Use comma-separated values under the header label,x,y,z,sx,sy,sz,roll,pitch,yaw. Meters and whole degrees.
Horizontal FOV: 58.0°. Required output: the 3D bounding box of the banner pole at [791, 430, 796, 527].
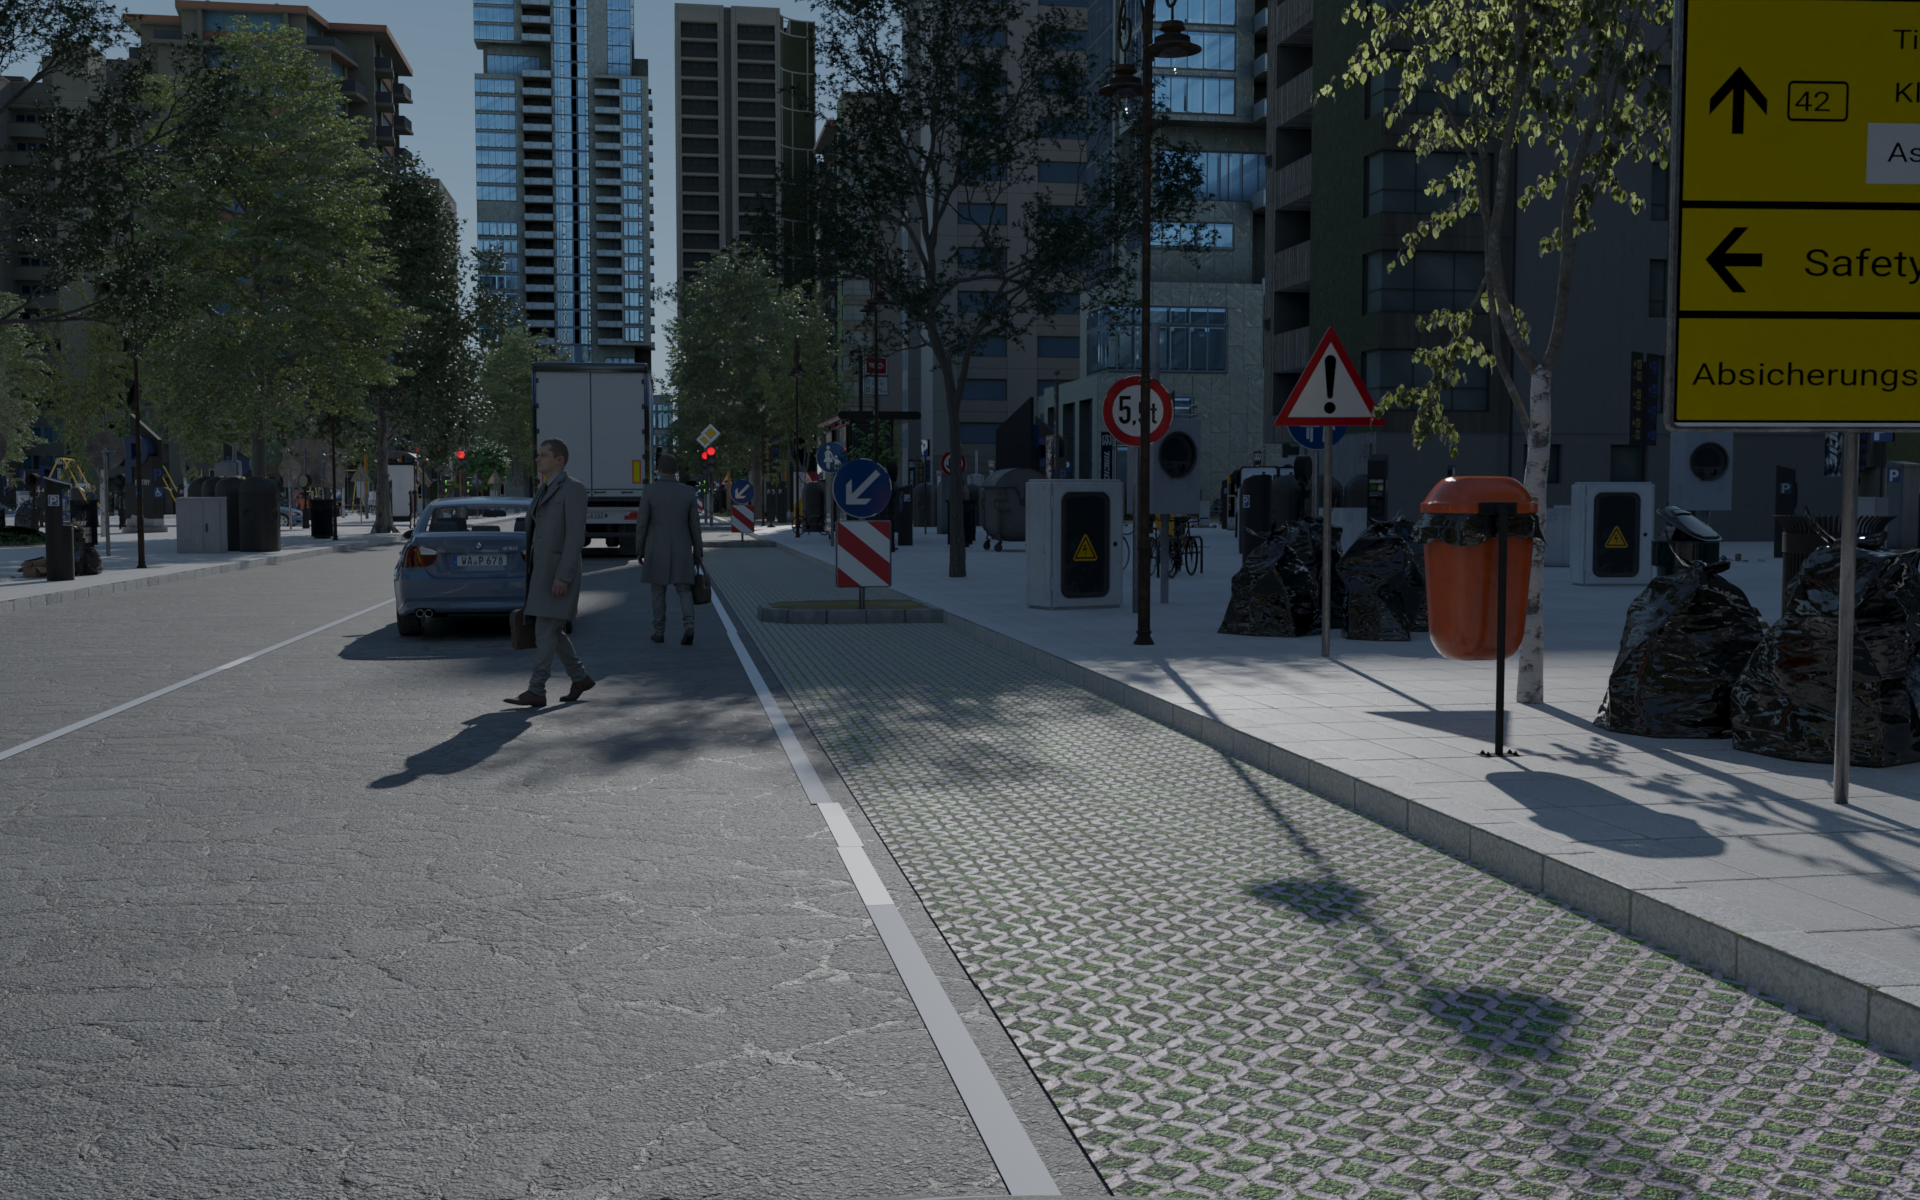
label,x,y,z,sx,sy,sz,roll,pitch,yaw
banner pole,-6.328,-4.714,67.097,0.401,3.779,0.863,-1,4,-13

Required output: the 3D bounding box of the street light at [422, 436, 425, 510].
label,x,y,z,sx,sy,sz,roll,pitch,yaw
street light,-20.639,-5.735,66.558,0.468,5.910,1.993,-1,4,-10

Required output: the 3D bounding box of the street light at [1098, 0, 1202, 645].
label,x,y,z,sx,sy,sz,roll,pitch,yaw
street light,1.569,-2.558,14.604,0.468,5.910,1.993,-1,4,-10

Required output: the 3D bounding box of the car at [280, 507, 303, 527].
label,x,y,z,sx,sy,sz,roll,pitch,yaw
car,-29.096,-3.585,70.625,4.499,1.417,2.014,-1,4,-10

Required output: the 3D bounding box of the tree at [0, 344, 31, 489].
label,x,y,z,sx,sy,sz,roll,pitch,yaw
tree,-44.216,-7.848,78.682,4.360,8.622,3.978,0,3,0

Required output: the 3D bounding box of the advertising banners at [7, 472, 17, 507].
label,x,y,z,sx,sy,sz,roll,pitch,yaw
advertising banners,-75.653,-8.740,139.087,2.074,3.025,0.090,-1,4,-19

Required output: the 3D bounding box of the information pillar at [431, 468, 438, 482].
label,x,y,z,sx,sy,sz,roll,pitch,yaw
information pillar,-37.271,-8.054,123.035,0.504,3.616,0.183,-1,4,-10

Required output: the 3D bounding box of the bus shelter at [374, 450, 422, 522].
label,x,y,z,sx,sy,sz,roll,pitch,yaw
bus shelter,-26.568,-5.449,83.021,2.014,3.302,5.546,-1,4,-10

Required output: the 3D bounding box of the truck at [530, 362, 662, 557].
label,x,y,z,sx,sy,sz,roll,pitch,yaw
truck,-8.762,-3.273,42.430,2.839,4.237,11.283,-1,4,-9

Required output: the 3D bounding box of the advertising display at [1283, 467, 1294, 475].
label,x,y,z,sx,sy,sz,roll,pitch,yaw
advertising display,7.647,-2.173,40.743,0.974,1.923,0.123,-1,4,-11

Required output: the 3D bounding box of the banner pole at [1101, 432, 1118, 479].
label,x,y,z,sx,sy,sz,roll,pitch,yaw
banner pole,5.335,-4.359,61.292,0.863,3.779,0.401,-1,4,-22

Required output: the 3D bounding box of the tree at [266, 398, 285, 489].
label,x,y,z,sx,sy,sz,roll,pitch,yaw
tree,-45.490,-9.772,110.134,4.737,8.622,4.395,0,3,0

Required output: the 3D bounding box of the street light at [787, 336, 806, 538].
label,x,y,z,sx,sy,sz,roll,pitch,yaw
street light,-4.787,-4.779,50.917,0.468,5.910,1.993,-1,4,-10

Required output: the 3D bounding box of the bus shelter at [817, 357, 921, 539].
label,x,y,z,sx,sy,sz,roll,pitch,yaw
bus shelter,-2.716,-4.294,47.842,2.179,5.291,8.768,-1,4,-10

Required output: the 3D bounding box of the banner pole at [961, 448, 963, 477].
label,x,y,z,sx,sy,sz,roll,pitch,yaw
banner pole,0.071,-6.362,94.032,0.401,3.779,0.863,-1,4,-9

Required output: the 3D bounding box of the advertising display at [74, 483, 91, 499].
label,x,y,z,sx,sy,sz,roll,pitch,yaw
advertising display,-49.497,-5.659,97.738,0.123,1.923,0.974,2,4,30

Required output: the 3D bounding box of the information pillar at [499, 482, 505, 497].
label,x,y,z,sx,sy,sz,roll,pitch,yaw
information pillar,-27.899,-6.179,105.518,0.304,2.012,0.304,-2,4,-24

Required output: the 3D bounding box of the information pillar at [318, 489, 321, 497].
label,x,y,z,sx,sy,sz,roll,pitch,yaw
information pillar,-52.694,-8.457,142.766,0.304,2.012,0.304,1,4,15

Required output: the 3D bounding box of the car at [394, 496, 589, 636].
label,x,y,z,sx,sy,sz,roll,pitch,yaw
car,-5.090,-0.423,18.920,2.014,1.417,4.499,-1,4,-11

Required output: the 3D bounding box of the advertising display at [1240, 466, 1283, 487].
label,x,y,z,sx,sy,sz,roll,pitch,yaw
advertising display,6.887,-2.117,39.833,0.974,1.923,0.123,3,4,36

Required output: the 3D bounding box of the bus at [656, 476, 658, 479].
label,x,y,z,sx,sy,sz,roll,pitch,yaw
bus,-31.442,-10.965,174.136,2.948,3.499,13.247,-1,4,-9

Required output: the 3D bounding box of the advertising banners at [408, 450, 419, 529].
label,x,y,z,sx,sy,sz,roll,pitch,yaw
advertising banners,-20.177,-4.152,64.074,0.090,3.025,2.074,0,4,-7

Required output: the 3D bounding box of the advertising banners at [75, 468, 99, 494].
label,x,y,z,sx,sy,sz,roll,pitch,yaw
advertising banners,-57.724,-7.280,115.220,2.074,3.025,0.090,-3,5,-44

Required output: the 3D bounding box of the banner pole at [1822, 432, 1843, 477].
label,x,y,z,sx,sy,sz,roll,pitch,yaw
banner pole,15.450,-2.472,30.434,0.401,3.779,0.863,-1,4,-10

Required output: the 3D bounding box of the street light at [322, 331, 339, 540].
label,x,y,z,sx,sy,sz,roll,pitch,yaw
street light,-17.314,-4.590,47.842,0.468,5.910,1.993,-1,4,-10

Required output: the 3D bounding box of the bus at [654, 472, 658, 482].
label,x,y,z,sx,sy,sz,roll,pitch,yaw
bus,-29.079,-10.181,158.004,2.896,3.916,12.252,-1,4,-8

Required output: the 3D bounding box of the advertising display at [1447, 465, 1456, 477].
label,x,y,z,sx,sy,sz,roll,pitch,yaw
advertising display,11.200,-2.097,39.500,0.123,1.923,0.974,1,4,20

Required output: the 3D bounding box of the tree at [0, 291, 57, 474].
label,x,y,z,sx,sy,sz,roll,pitch,yaw
tree,-49.641,-10.325,86.939,7.486,12.596,7.792,0,3,0

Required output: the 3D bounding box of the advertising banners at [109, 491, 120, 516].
label,x,y,z,sx,sy,sz,roll,pitch,yaw
advertising banners,-49.069,-6.424,101.217,0.090,3.025,2.074,1,4,20

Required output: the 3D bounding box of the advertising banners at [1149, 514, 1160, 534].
label,x,y,z,sx,sy,sz,roll,pitch,yaw
advertising banners,6.611,-3.645,55.779,0.090,3.025,2.074,-3,5,-44

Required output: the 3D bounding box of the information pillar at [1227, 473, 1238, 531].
label,x,y,z,sx,sy,sz,roll,pitch,yaw
information pillar,9.564,-3.452,60.935,0.304,2.012,0.304,1,4,12

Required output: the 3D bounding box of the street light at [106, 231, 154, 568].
label,x,y,z,sx,sy,sz,roll,pitch,yaw
street light,-14.152,-3.486,29.780,0.468,5.910,1.993,-1,4,-10

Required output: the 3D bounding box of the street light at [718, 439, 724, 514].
label,x,y,z,sx,sy,sz,roll,pitch,yaw
street light,-15.673,-8.604,113.460,0.468,5.910,1.993,-1,4,-10

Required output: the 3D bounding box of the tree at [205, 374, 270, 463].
label,x,y,z,sx,sy,sz,roll,pitch,yaw
tree,-42.439,-9.272,101.959,4.360,8.622,3.978,0,3,0

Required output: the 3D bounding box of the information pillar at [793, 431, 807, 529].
label,x,y,z,sx,sy,sz,roll,pitch,yaw
information pillar,-5.967,-4.474,64.507,0.504,3.616,0.183,-1,4,-16

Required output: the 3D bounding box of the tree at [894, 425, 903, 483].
label,x,y,z,sx,sy,sz,roll,pitch,yaw
tree,-5.939,-12.329,151.937,4.737,8.622,4.395,0,3,0

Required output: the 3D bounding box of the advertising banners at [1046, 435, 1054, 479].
label,x,y,z,sx,sy,sz,roll,pitch,yaw
advertising banners,2.363,-3.432,52.300,0.090,3.025,2.074,-2,4,-23

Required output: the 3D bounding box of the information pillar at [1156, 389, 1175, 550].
label,x,y,z,sx,sy,sz,roll,pitch,yaw
information pillar,4.587,-2.890,38.611,0.504,3.616,0.183,-2,4,-34

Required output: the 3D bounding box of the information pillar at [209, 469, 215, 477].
label,x,y,z,sx,sy,sz,roll,pitch,yaw
information pillar,-21.551,-2.800,50.276,0.304,2.012,0.304,2,4,33

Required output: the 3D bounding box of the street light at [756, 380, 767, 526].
label,x,y,z,sx,sy,sz,roll,pitch,yaw
street light,-7.857,-5.884,68.995,0.468,5.910,1.993,-1,4,-10

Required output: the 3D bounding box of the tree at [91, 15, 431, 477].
label,x,y,z,sx,sy,sz,roll,pitch,yaw
tree,-16.685,-7.548,41.533,7.486,12.596,7.792,0,3,0

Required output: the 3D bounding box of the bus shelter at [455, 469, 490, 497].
label,x,y,z,sx,sy,sz,roll,pitch,yaw
bus shelter,-28.717,-6.821,102.802,1.731,3.624,6.357,-1,4,-10

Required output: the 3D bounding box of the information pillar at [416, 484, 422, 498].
label,x,y,z,sx,sy,sz,roll,pitch,yaw
information pillar,-35.318,-6.642,113.083,0.304,2.012,0.304,-2,4,-34

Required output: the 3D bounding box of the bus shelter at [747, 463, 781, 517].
label,x,y,z,sx,sy,sz,roll,pitch,yaw
bus shelter,-10.826,-6.221,95.630,2.014,3.302,5.546,-1,4,-10

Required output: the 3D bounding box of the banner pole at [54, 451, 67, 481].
label,x,y,z,sx,sy,sz,roll,pitch,yaw
banner pole,-52.313,-6.785,100.943,0.401,3.779,0.863,3,5,43

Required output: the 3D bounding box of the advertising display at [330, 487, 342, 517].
label,x,y,z,sx,sy,sz,roll,pitch,yaw
advertising display,-34.895,-5.609,96.917,0.974,1.923,0.123,2,4,31

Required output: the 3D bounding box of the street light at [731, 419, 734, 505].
label,x,y,z,sx,sy,sz,roll,pitch,yaw
street light,-12.459,-7.461,94.775,0.468,5.910,1.993,-1,4,-10

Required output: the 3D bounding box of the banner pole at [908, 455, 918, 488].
label,x,y,z,sx,sy,sz,roll,pitch,yaw
banner pole,-2.973,-7.451,111.841,0.863,3.779,0.401,-1,4,-21

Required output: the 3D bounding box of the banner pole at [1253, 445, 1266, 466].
label,x,y,z,sx,sy,sz,roll,pitch,yaw
banner pole,15.414,-6.054,89.006,0.863,3.779,0.401,-1,4,-19

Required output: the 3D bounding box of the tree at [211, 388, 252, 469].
label,x,y,z,sx,sy,sz,roll,pitch,yaw
tree,-35.049,-7.855,78.793,4.737,8.622,4.395,0,3,0

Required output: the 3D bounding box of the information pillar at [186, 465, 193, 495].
label,x,y,z,sx,sy,sz,roll,pitch,yaw
information pillar,-60.933,-8.907,136.989,0.504,3.616,0.183,-1,4,-19

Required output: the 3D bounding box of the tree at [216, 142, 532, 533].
label,x,y,z,sx,sy,sz,roll,pitch,yaw
tree,-18.961,-8.538,56.610,9.611,12.733,9.660,0,3,0

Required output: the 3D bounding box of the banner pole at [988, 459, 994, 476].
label,x,y,z,sx,sy,sz,roll,pitch,yaw
banner pole,2.099,-7.252,108.585,0.863,3.779,0.401,2,4,32

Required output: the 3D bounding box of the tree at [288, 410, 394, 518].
label,x,y,z,sx,sy,sz,roll,pitch,yaw
tree,-32.899,-8.673,92.171,4.737,8.622,4.395,0,3,0

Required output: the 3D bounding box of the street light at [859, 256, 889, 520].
label,x,y,z,sx,sy,sz,roll,pitch,yaw
street light,-1.587,-3.674,32.861,0.468,5.910,1.993,-1,4,-10

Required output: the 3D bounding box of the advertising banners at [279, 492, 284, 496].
label,x,y,z,sx,sy,sz,roll,pitch,yaw
advertising banners,-52.772,-8.559,136.135,0.090,3.025,2.074,1,4,21

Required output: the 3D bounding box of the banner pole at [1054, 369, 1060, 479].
label,x,y,z,sx,sy,sz,roll,pitch,yaw
banner pole,1.936,-2.751,34.999,0.401,3.779,0.863,0,4,-2

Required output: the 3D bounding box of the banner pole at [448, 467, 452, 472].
label,x,y,z,sx,sy,sz,roll,pitch,yaw
banner pole,-31.820,-7.222,108.101,0.401,3.779,0.863,-3,4,-37
